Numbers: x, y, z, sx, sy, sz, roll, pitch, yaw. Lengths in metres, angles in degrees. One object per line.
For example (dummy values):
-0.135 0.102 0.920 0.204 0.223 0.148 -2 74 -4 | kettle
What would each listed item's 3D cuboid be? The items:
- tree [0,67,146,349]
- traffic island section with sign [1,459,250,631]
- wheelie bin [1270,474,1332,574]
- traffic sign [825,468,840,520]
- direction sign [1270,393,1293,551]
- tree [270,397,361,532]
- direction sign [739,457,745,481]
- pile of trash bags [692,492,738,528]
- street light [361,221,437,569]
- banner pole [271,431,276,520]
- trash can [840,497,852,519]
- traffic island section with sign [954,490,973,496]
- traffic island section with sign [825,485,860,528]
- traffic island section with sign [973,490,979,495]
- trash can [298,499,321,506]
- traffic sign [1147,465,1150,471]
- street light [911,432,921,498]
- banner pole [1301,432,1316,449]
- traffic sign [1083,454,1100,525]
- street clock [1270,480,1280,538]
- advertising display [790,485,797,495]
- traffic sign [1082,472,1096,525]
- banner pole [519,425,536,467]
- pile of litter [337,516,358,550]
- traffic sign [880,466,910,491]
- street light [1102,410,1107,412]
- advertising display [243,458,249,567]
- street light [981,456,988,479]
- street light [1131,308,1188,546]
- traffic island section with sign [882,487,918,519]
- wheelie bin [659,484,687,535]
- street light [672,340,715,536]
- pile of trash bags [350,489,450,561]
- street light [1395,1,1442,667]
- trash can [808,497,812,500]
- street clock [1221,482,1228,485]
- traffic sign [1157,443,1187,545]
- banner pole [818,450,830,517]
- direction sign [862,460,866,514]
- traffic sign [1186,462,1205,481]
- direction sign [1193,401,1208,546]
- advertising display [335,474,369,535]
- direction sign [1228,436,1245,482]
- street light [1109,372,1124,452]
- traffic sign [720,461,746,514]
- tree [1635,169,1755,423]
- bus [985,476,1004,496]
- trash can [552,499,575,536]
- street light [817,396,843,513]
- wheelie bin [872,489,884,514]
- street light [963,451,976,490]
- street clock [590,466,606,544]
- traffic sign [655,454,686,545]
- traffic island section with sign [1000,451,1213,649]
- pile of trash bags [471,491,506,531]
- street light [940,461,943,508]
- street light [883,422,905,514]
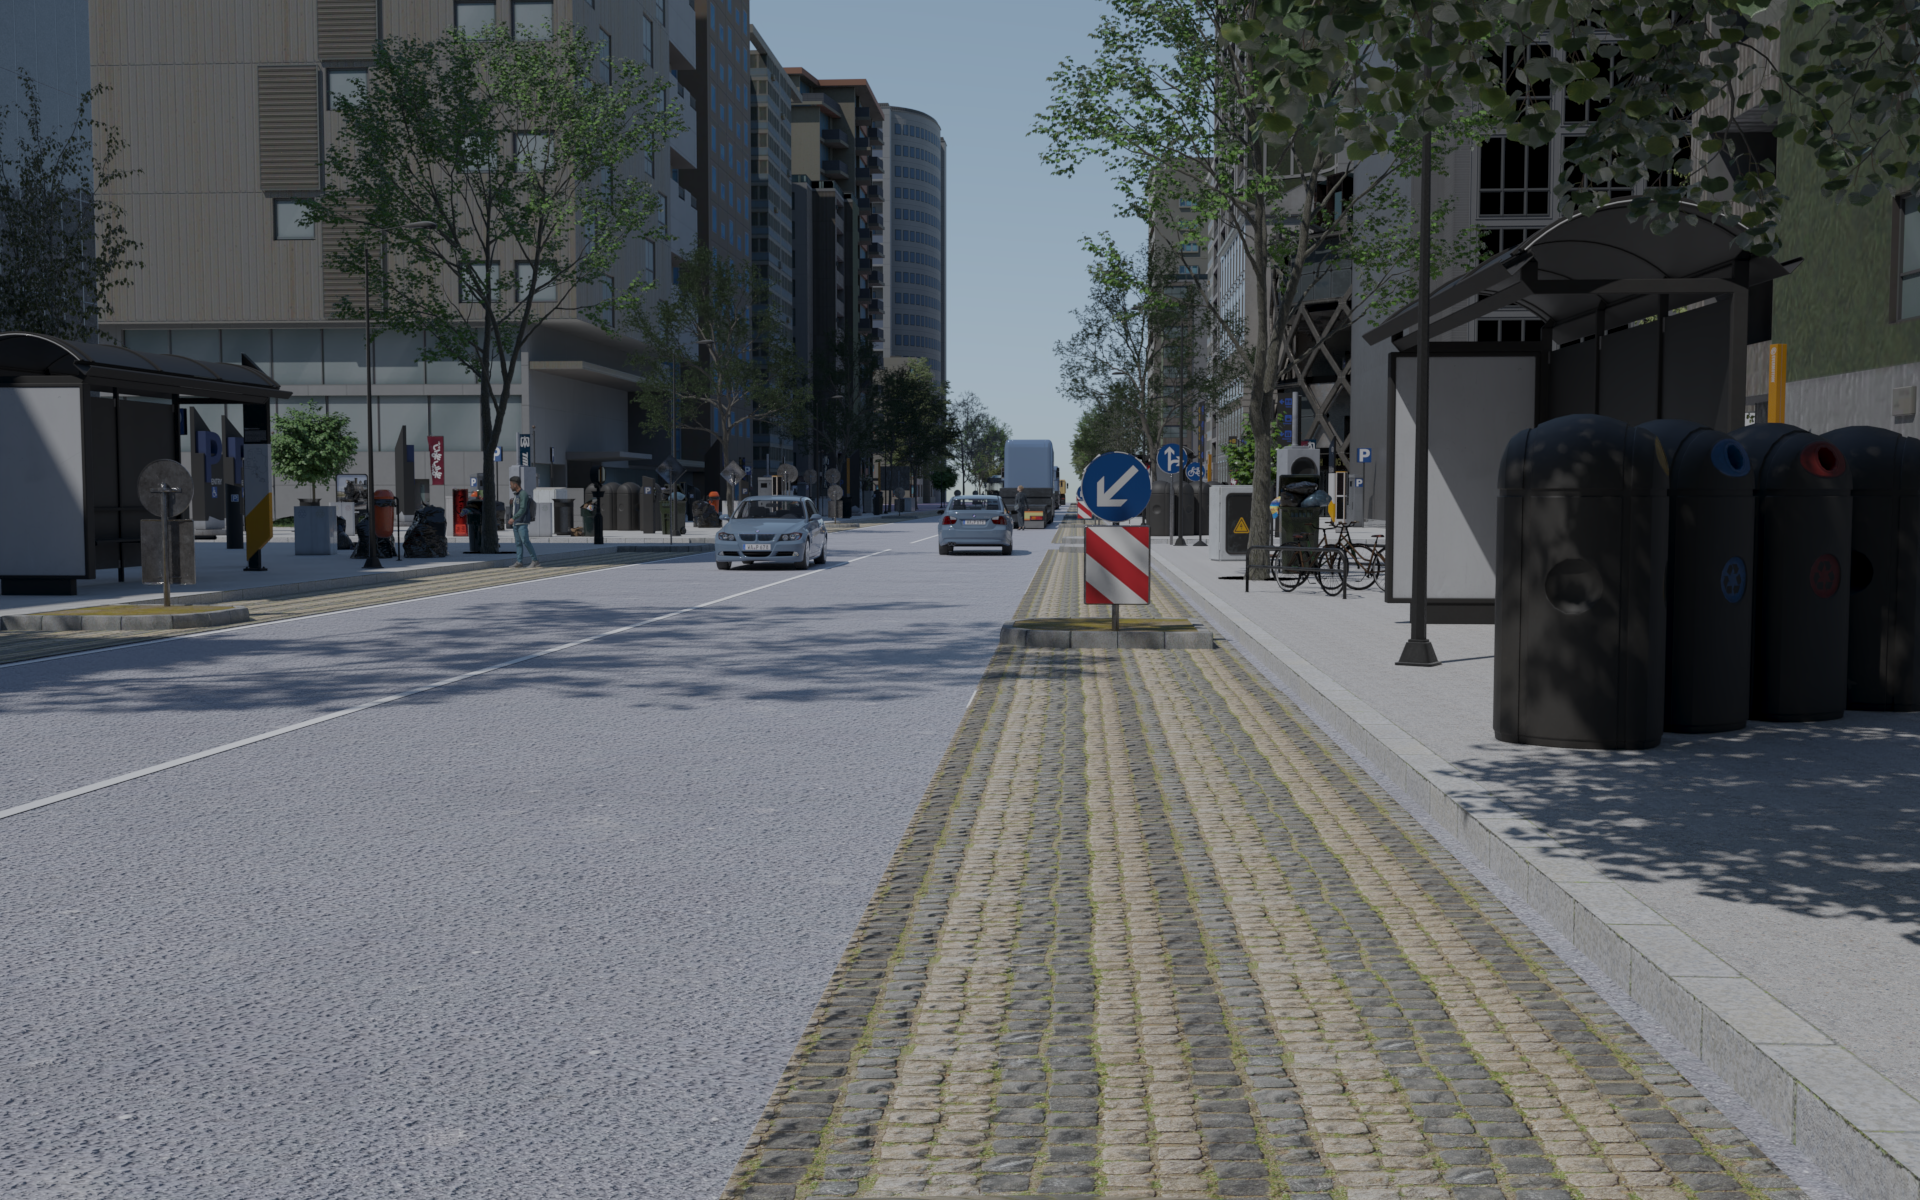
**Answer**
-15.678 -4.823 29.223 4.360 8.622 3.978 0 3 0 | tree
-8.995 -0.635 19.004 1.989 1.847 2.006 0 4 4 | traffic island section with sign
5.491 -1.222 27.885 0.980 1.594 0.693 0 4 7 | wheelie bin
-6.292 -5.228 85.583 0.768 2.556 0.104 0 4 8 | traffic sign
7.028 -2.872 38.947 0.876 3.537 0.379 0 4 7 | direction sign
-21.970 -4.586 58.701 4.285 4.588 4.351 0 3 0 | tree
-13.361 -6.988 106.252 0.379 3.537 0.876 1 4 17 | direction sign
-9.413 -3.502 67.010 1.912 1.369 3.447 -1 4 -14 | pile of trash bags
-9.603 -3.496 29.693 1.470 5.913 1.316 0 4 4 | street light
-27.530 -4.833 69.029 0.401 3.779 0.863 2 4 27 | banner pole
-5.983 -4.847 90.900 0.748 1.137 0.748 0 3 0 | trash can
-0.165 -8.727 151.309 1.989 1.847 2.006 0 4 4 | traffic island section with sign
-5.329 -3.998 73.998 1.989 1.847 2.006 0 4 4 | traffic island section with sign
1.649 -10.395 178.579 1.989 1.847 2.006 0 4 4 | traffic island section with sign
-20.776 -2.673 55.364 0.748 1.137 0.748 0 3 0 | trash can
8.537 -4.777 78.113 0.884 2.594 0.081 1 4 11 | traffic sign
-3.082 -9.533 128.412 1.470 5.913 1.316 0 4 4 | street light
13.886 -4.866 69.583 0.863 3.779 0.401 1 4 16 | banner pole
3.457 -2.412 43.076 0.795 2.450 0.064 0 4 4 | traffic sign
9.387 -2.839 50.991 0.471 2.002 0.358 2 4 27 | street clock
-11.992 -7.375 125.796 0.123 1.923 0.974 3 4 36 | advertising display
3.989 -2.899 51.044 0.795 2.450 0.064 0 4 4 | traffic sign
-15.743 -4.482 63.294 0.863 3.779 0.401 1 4 21 | banner pole
-14.319 -1.617 40.399 1.176 0.858 1.719 -2 4 -29 | pile of litter
-4.765 -8.087 126.102 2.265 3.308 0.079 1 4 9 | traffic sign
8.472 -7.543 95.872 1.470 5.913 1.316 0 4 4 | street light
-12.530 -1.549 30.544 0.123 1.923 0.974 -2 4 -26 | advertising display
2.401 -14.587 211.043 1.470 5.913 1.316 0 4 4 | street light
4.916 -4.293 42.728 1.470 5.913 1.316 0 4 4 | street light
-3.503 -5.665 101.255 1.989 1.847 2.006 0 4 4 | traffic island section with sign
-9.052 -2.860 54.664 0.980 1.594 0.693 2 4 34 | wheelie bin
-8.092 -4.883 52.376 1.470 5.913 1.316 0 4 4 | street light
-11.282 -1.524 34.671 1.912 1.369 3.447 -1 4 -10 | pile of trash bags
2.903 -2.467 12.876 1.470 5.913 1.316 0 4 4 | street light
-7.833 -4.644 87.578 0.748 1.137 0.748 0 3 0 | trash can
15.595 -5.972 102.216 0.358 2.002 0.471 -3 5 -40 | street clock
5.330 -2.659 43.583 0.768 2.556 0.104 1 4 9 | traffic sign
-7.973 -6.782 100.906 0.863 3.779 0.401 0 4 3 | banner pole
-6.362 -7.484 114.368 0.379 3.537 0.876 -1 4 -17 | direction sign
9.341 -4.197 68.732 0.768 2.556 0.104 1 4 13 | traffic sign
5.921 -3.093 42.561 0.379 3.537 0.876 0 4 0 | direction sign
-19.186 -3.025 54.673 0.974 1.923 0.123 -2 4 -27 | advertising display
10.851 -4.620 67.526 0.876 3.537 0.379 3 4 39 | direction sign
6.457 -5.709 65.888 1.470 5.913 1.316 0 4 4 | street light
-6.780 -2.944 51.780 0.795 2.450 0.064 0 4 4 | traffic sign
16.414 -5.317 37.289 4.737 8.622 4.395 0 3 0 | tree
4.010 -10.506 166.630 2.948 3.499 13.247 0 4 3 | bus
-12.264 -2.566 53.608 0.748 1.137 0.748 0 3 0 | trash can
-6.216 -6.698 82.055 1.470 5.913 1.316 0 4 4 | street light
-5.185 -6.218 109.567 0.693 1.594 0.980 -1 4 -18 | wheelie bin
0.863 -13.185 188.115 1.470 5.913 1.316 0 4 4 | street light
-9.220 -2.421 44.151 0.358 2.002 0.471 1 4 15 | street clock
-7.312 -2.457 43.813 0.795 2.450 0.064 0 4 4 | traffic sign
1.402 -0.506 16.902 1.989 1.847 2.006 0 4 4 | traffic island section with sign
-16.677 -3.063 59.829 1.912 1.369 3.447 -1 4 -17 | pile of trash bags
-1.154 -11.348 158.087 1.470 5.913 1.316 0 4 4 | street light
-4.259 -8.513 111.728 1.470 5.913 1.316 0 4 4 | street light
